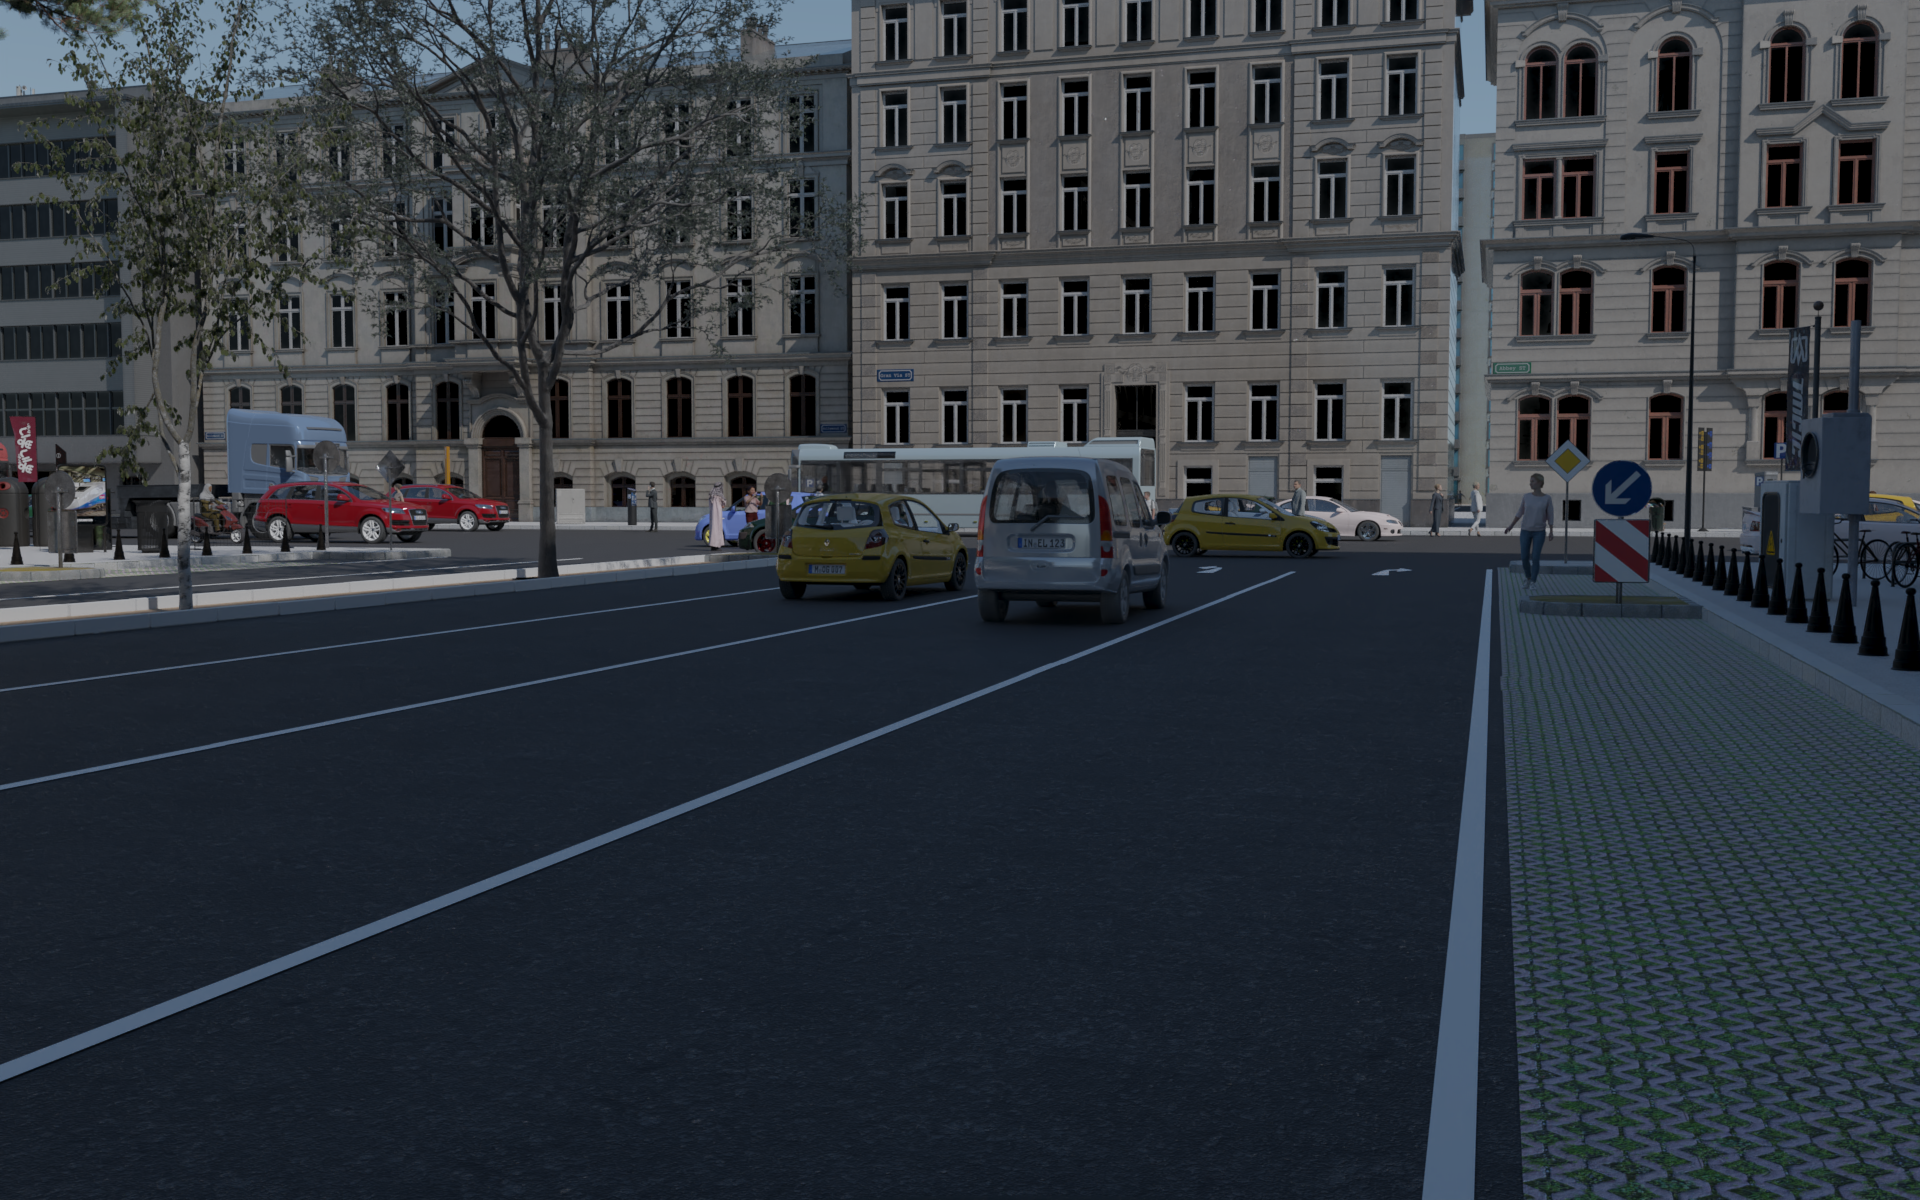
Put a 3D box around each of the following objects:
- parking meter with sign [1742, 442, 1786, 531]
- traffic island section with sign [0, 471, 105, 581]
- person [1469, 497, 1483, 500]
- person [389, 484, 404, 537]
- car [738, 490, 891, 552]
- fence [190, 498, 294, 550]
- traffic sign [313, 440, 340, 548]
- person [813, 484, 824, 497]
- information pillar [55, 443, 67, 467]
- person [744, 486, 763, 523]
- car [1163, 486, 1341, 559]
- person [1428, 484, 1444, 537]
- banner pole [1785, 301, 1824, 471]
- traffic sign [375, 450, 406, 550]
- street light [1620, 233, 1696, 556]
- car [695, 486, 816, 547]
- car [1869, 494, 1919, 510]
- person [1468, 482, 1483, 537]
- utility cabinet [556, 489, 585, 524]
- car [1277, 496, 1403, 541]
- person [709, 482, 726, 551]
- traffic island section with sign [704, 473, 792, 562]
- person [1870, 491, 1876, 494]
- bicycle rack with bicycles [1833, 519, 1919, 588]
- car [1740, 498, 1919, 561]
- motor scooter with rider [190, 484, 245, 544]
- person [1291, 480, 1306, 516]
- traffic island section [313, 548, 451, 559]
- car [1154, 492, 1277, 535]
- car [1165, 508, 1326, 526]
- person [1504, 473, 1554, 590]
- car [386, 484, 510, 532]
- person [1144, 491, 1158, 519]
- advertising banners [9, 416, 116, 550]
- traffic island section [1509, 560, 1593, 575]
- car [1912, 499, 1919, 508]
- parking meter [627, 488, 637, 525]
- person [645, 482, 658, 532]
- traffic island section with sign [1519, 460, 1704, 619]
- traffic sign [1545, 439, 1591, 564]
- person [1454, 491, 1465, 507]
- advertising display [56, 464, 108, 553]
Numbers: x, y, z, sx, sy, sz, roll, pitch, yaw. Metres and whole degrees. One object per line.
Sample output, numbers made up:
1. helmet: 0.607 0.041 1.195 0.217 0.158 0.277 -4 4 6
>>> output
1. parking meter with sign: 27.085 -3.792 58.268 1.738 3.016 0.543 -2 4 -28
2. traffic island section with sign: -15.729 -1.266 29.321 1.989 1.847 2.006 1 4 17
3. person: 42.193 -8.102 141.685 1.217 1.736 0.721 -1 4 -9
4. person: -19.016 -3.032 58.419 0.374 1.781 0.599 -3 5 -45
5. car: -3.001 -1.833 39.754 4.222 1.686 2.009 1 4 16
6. fence: -16.727 -1.780 40.300 2.264 1.192 0.480 -3 5 -41
7. traffic sign: -15.010 -2.502 41.009 0.768 2.556 0.104 1 4 19
8. person: -4.310 -2.658 52.674 0.376 1.734 0.841 -3 4 -37
9. information pillar: -41.560 -5.429 80.121 0.504 3.616 0.183 0 4 1
10. person: -5.371 -2.149 45.095 0.517 1.644 0.566 0 4 -1
11. car: 6.668 -1.797 39.597 3.980 1.641 2.015 1 4 18
12. person: 15.968 -3.010 58.140 0.534 1.772 0.576 1 4 20
13. banner pole: 11.090 -2.003 22.768 0.401 3.779 0.863 0 4 -7
14. traffic sign: -12.941 -2.184 39.348 0.795 2.450 0.064 1 4 17
15. street light: 12.411 -3.563 30.794 1.470 5.913 1.316 1 4 17
16. car: -5.369 -2.291 47.045 3.694 1.707 1.945 1 4 16
17. car: 21.771 -1.993 42.815 3.980 1.641 2.015 1 4 16
18. person: 17.247 -3.037 58.039 0.818 1.842 0.514 -2 4 -31
19. utility cabinet: -16.525 -3.964 73.497 1.173 1.500 0.318 -1 4 -23
20. car: 11.231 -2.523 53.618 4.827 1.381 2.083 1 4 19
21. person: -6.131 -2.117 43.776 0.551 1.740 0.621 2 4 29
22. traffic island section with sign: -4.121 -1.762 36.946 2.006 1.907 1.989 1 4 17
23. person: 25.580 -2.308 48.708 0.523 1.526 0.387 -2 4 -26
24. bicycle rack with bicycles: 13.502 -0.712 25.023 2.925 0.926 2.852 -2 4 -24
25. car: 17.790 -1.302 33.644 4.827 1.381 2.083 1 4 18
26. motor scooter with rider: -21.624 -2.524 50.237 1.986 1.779 0.876 1 4 17
27. person: 8.904 -2.266 45.649 0.391 1.810 0.635 -1 4 -19
28. traffic island section: -12.966 -1.048 39.417 2.009 0.180 2.903 1 4 17
29. car: 7.500 -2.506 50.765 4.222 1.686 2.009 1 4 16
30. car: 7.976 -2.209 48.126 4.499 1.417 2.014 1 4 18
31. person: 8.496 -1.019 25.832 0.731 1.740 0.598 2 4 25
32. car: -19.977 -3.580 67.214 5.304 1.827 2.281 1 4 18
33. person: 5.372 -2.325 49.112 0.503 1.515 0.523 0 4 5
34. advertising banners: -20.277 -2.630 39.185 2.074 3.025 0.090 -2 4 -26
35. traffic island section: 11.204 -0.593 31.984 2.009 0.180 2.903 1 4 17
36. car: 26.401 -2.314 50.202 4.827 1.381 2.083 1 4 18
37. parking meter: -13.424 -3.823 70.911 0.372 1.533 0.369 0 3 0
38. person: -11.578 -3.495 64.999 0.474 1.900 0.648 -1 4 -13
39. traffic island section with sign: 7.809 -0.750 20.898 1.989 1.847 2.006 1 4 17
40. traffic sign: 11.179 -1.729 31.914 0.795 2.450 0.064 1 4 17
41. person: 53.677 -10.855 185.989 1.348 1.824 0.705 2 4 32
42. advertising display: -19.146 -1.993 37.796 0.974 1.923 0.123 -2 4 -35
